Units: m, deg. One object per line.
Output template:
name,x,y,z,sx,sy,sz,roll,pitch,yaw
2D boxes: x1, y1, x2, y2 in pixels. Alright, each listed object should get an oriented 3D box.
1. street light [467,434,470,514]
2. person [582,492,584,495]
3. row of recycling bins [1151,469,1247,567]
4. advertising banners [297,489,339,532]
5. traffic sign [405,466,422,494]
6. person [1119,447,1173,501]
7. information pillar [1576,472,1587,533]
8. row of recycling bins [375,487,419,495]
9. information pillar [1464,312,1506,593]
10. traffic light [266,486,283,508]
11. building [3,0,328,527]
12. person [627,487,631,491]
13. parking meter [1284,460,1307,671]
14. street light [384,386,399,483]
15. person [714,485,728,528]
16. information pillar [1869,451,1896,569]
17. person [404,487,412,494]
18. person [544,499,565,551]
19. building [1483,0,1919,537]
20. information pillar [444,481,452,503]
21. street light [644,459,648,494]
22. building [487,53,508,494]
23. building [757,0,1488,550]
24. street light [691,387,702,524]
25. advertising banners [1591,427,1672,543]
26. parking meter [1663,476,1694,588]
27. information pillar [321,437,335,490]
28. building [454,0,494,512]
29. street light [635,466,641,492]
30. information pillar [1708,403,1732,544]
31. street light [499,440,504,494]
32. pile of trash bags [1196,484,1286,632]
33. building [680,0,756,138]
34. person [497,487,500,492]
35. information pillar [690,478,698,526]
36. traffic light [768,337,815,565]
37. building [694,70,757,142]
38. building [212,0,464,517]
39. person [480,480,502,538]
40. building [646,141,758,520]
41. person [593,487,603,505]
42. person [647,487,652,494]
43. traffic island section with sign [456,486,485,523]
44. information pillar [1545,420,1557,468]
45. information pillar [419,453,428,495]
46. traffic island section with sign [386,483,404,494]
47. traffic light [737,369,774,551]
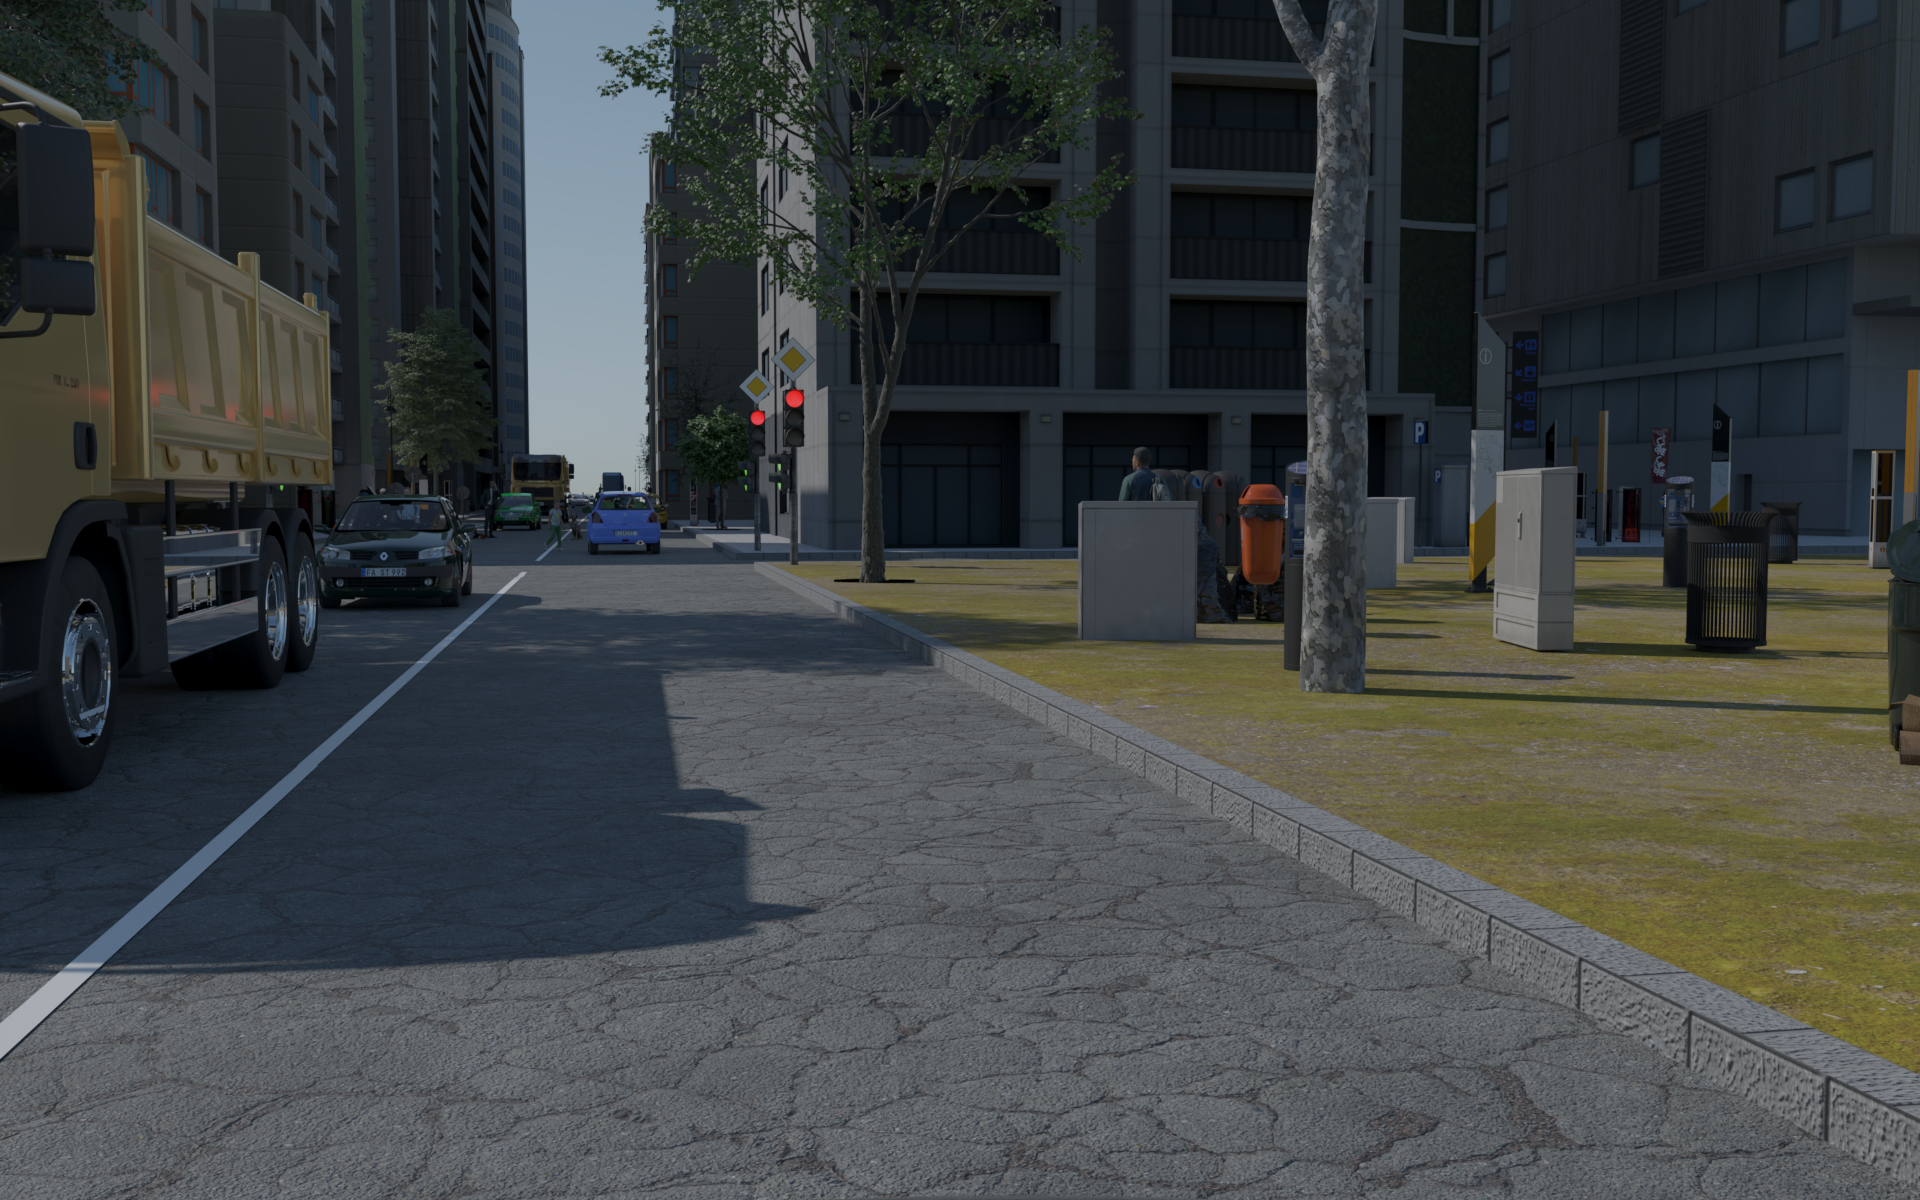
street light,-31.807,-8.509,111.915,0.468,5.910,1.993,-1,4,-11
person,-54.348,-14.730,250.048,1.217,1.735,0.721,2,4,24
row of recycling bins,3.958,-1.388,29.807,1.069,1.692,3.534,2,4,31
advertising banners,-21.384,-3.695,56.602,2.074,3.025,0.090,0,4,-1
traffic sign,-24.929,-4.826,79.015,0.768,2.556,0.104,0,4,-5
person,2.073,-0.861,20.106,0.794,1.824,0.713,0,4,7
information pillar,20.403,-3.206,56.913,0.304,2.012,0.304,3,4,37
row of recycling bins,-34.495,-6.007,105.328,1.069,1.692,3.534,3,4,38
information pillar,6.840,-1.905,22.499,0.504,3.616,0.183,-2,4,-26
traffic light,-14.750,-2.941,36.999,0.839,4.253,0.868,-1,4,-11
building,-36.688,-12.799,54.298,27.650,21.520,28.899,-1,4,-11
person,-15.622,-4.431,81.295,0.444,1.785,0.601,-1,4,-23
parking meter,2.559,-0.258,12.633,0.372,1.533,0.369,0,3,0
street light,-24.423,-6.218,74.448,0.468,5.910,1.993,-1,4,-11
person,-8.896,-3.578,64.726,0.466,1.800,0.511,2,4,34
information pillar,15.758,-1.536,29.604,0.304,2.012,0.304,1,4,16
person,-13.497,-1.962,42.389,0.589,1.601,0.330,0,4,4
person,-10.230,-1.893,43.692,0.590,1.304,0.306,2,4,26
building,36.415,-29.015,63.639,27.495,52.752,28.713,-1,4,-11
information pillar,-28.288,-5.581,95.748,0.304,2.012,0.304,1,4,10
street light,-33.954,-13.134,187.524,0.468,5.910,1.993,-1,4,-11
building,-52.809,-31.927,172.111,14.600,45.320,14.200,-1,4,-11
building,5.102,-37.371,49.266,20.611,71.187,20.563,-1,4,-11
street light,-11.400,-6.248,74.940,0.468,5.910,1.993,-1,4,-11
advertising banners,17.776,-3.039,45.871,2.074,3.025,0.090,3,5,43
parking meter,9.914,-0.947,23.894,0.372,1.533,0.369,0,3,0
information pillar,-21.928,-4.200,60.025,0.183,3.616,0.504,3,4,37
building,-47.977,-31.173,133.384,21.300,48.544,21.600,-1,4,-11
street light,-42.928,-15.848,231.895,0.468,5.910,1.993,-1,4,-11
information pillar,19.531,-3.250,44.496,0.183,3.616,0.504,-3,4,-37
street light,-39.430,-10.786,149.135,0.468,5.910,1.993,-1,4,-11
pile of trash bags,2.901,-0.472,17.469,1.912,1.369,3.447,0,4,3
building,-14.854,-27.695,136.412,14.154,41.232,14.086,-1,4,-11
person,-29.630,-6.304,110.929,0.474,1.900,0.648,-1,4,-13
information pillar,-10.702,-3.984,69.624,0.304,2.012,0.304,0,4,-6
traffic light,-3.021,-2.587,31.219,0.839,4.253,0.868,-1,4,-11
building,-11.812,-21.486,122.999,14.160,30.474,14.107,-1,4,-11
building,-41.437,-26.453,116.102,14.154,41.232,14.086,-1,4,-11
person,-15.293,-2.979,56.577,0.474,1.900,0.648,3,5,41
building,-3.975,-15.673,101.288,27.650,21.520,28.899,-1,4,-11
person,-18.548,-4.920,89.123,0.661,1.801,0.590,-2,4,-23
person,-15.109,-4.577,83.685,0.532,1.782,0.716,-1,4,-19
traffic island section with sign,-24.637,-4.733,86.009,1.989,1.847,2.006,-1,4,-11
information pillar,18.849,-3.908,55.252,0.183,3.616,0.504,-1,4,-17
information pillar,-30.639,-6.582,98.975,0.504,3.616,0.183,0,4,4
traffic island section with sign,-19.213,-3.084,59.056,1.989,1.847,2.006,-1,4,-11
traffic light,-4.594,-3.066,39.049,0.839,4.253,0.868,-1,4,-11
